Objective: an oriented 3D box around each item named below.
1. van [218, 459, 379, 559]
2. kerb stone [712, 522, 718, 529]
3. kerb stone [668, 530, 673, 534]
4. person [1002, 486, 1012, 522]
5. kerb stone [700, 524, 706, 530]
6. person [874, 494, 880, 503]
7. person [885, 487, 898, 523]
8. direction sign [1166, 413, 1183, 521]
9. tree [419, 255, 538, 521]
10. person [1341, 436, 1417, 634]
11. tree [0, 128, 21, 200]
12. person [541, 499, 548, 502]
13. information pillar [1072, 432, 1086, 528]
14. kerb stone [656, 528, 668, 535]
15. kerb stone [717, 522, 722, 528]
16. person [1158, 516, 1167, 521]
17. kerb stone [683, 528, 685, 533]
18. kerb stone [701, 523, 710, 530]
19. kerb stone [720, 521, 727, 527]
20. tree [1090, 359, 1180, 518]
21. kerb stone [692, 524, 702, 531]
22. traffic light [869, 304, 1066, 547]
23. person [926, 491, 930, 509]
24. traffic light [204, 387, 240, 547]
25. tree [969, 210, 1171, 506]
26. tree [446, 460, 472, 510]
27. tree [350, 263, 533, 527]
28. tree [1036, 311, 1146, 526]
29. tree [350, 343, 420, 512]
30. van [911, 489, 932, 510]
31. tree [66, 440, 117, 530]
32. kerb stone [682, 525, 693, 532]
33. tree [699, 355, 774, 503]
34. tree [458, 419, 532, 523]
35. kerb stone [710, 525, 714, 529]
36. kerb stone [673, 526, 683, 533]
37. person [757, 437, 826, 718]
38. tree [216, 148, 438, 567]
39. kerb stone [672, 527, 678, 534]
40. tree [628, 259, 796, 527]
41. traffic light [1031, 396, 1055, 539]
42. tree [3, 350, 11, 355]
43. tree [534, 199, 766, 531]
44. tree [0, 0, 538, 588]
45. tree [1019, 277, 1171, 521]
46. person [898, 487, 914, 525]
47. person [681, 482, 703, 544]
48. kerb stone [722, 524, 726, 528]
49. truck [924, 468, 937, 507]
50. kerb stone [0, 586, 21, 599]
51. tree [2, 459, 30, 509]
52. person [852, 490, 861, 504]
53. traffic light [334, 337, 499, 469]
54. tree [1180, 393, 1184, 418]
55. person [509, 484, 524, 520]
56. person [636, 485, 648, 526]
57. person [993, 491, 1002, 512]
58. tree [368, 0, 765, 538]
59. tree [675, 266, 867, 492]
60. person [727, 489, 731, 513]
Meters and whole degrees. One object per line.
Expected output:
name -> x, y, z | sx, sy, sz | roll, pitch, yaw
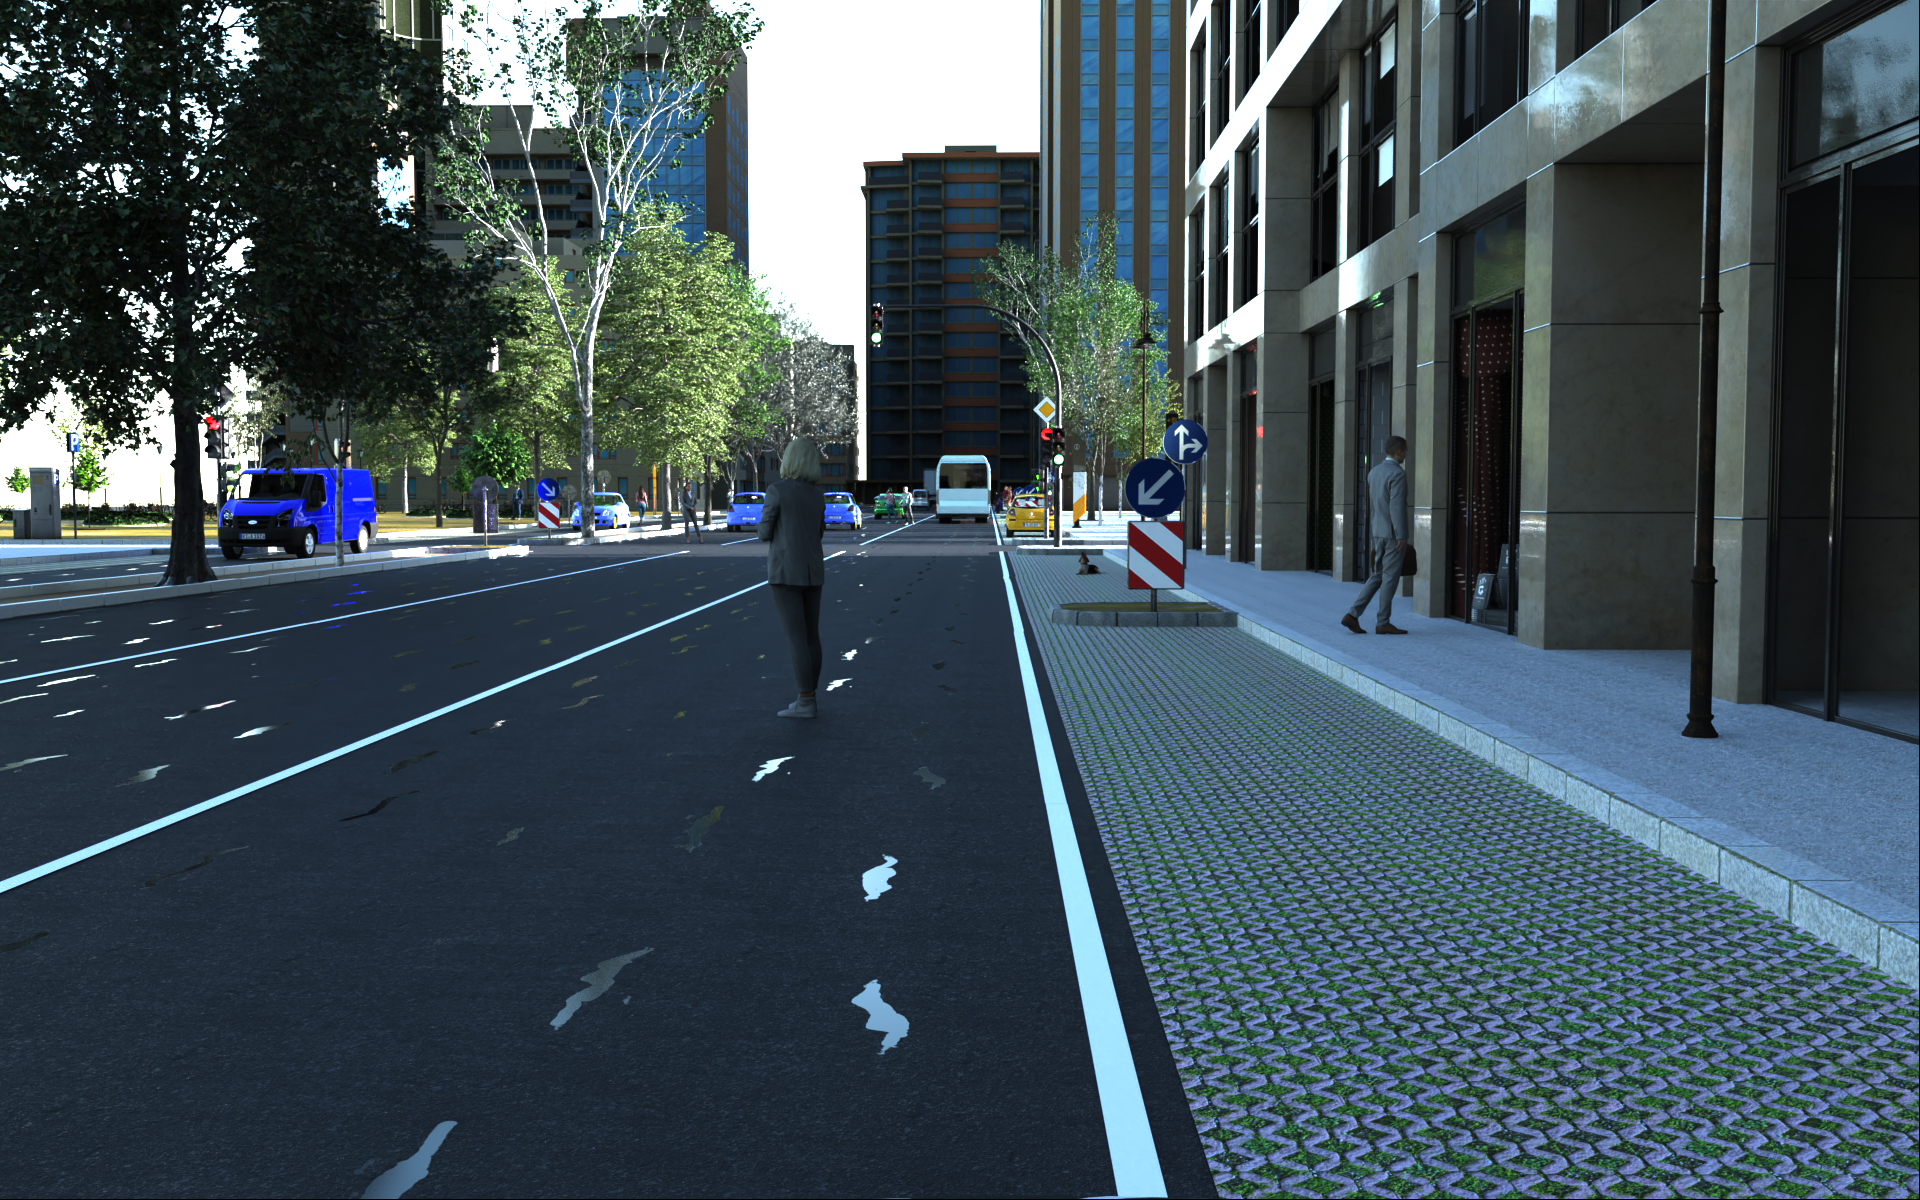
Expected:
van -> -15.245, -2.174, 39.922 | 2.240, 2.365, 5.245 | 0, 4, 0
kerb stone -> -10.228, -3.017, 71.519 | 0.120, 0.150, 1.000 | 0, 4, 1
kerb stone -> -10.395, -2.388, 61.247 | 0.120, 0.150, 1.000 | 0, 4, 1
person -> 2.420, -4.874, 88.160 | 0.580, 1.828, 0.573 | 2, 4, 31
kerb stone -> -10.275, -2.829, 68.442 | 0.120, 0.150, 1.000 | 0, 4, 1
person -> -6.513, -7.679, 137.234 | 0.628, 1.438, 0.799 | 0, 4, 2
person -> -3.313, -4.607, 84.413 | 0.593, 1.750, 0.643 | -3, 4, -37
direction sign -> 6.222, -3.469, 48.722 | 0.876, 3.537, 0.379 | 0, 4, 2
tree -> -20.130, -10.028, 82.091 | 7.486, 12.596, 7.792 | 0, 3, 0
person -> 3.934, -0.593, 15.855 | 0.853, 1.813, 0.709 | -1, 4, -20
tree -> -12.158, -4.026, 18.641 | 4.737, 8.622, 4.395 | 0, 3, 0
person -> -19.380, -4.570, 80.669 | 0.656, 1.842, 0.836 | 2, 4, 29
information pillar -> 4.491, -4.520, 65.263 | 0.504, 3.616, 0.183 | 1, 4, 18
kerb stone -> -10.406, -2.319, 60.225 | 0.120, 0.150, 1.000 | 0, 4, 1
kerb stone -> -10.208, -3.079, 72.542 | 0.120, 0.150, 1.000 | 0, 4, 1
person -> 4.441, -1.910, 37.837 | 0.524, 1.755, 0.480 | -2, 4, -34
kerb stone -> -10.345, -2.577, 64.330 | 0.120, 0.150, 1.000 | 0, 4, 1
kerb stone -> -10.262, -2.892, 69.472 | 0.120, 0.150, 1.000 | 0, 4, 1
kerb stone -> -10.178, -3.204, 74.586 | 0.120, 0.150, 1.000 | 0, 4, 1
tree -> 8.757, -8.659, 91.935 | 4.737, 8.622, 4.395 | 0, 3, 0
kerb stone -> -10.295, -2.763, 67.411 | 0.120, 0.150, 1.000 | 0, 4, 1
traffic light -> 0.237, -4.090, 41.535 | 4.771, 5.953, 1.251 | 0, 4, 1
person -> -3.218, -9.766, 168.695 | 0.721, 1.766, 1.217 | 2, 4, 23
traffic light -> -17.929, -3.244, 41.957 | 0.839, 4.253, 0.868 | 0, 4, 1
tree -> 7.595, -15.828, 114.680 | 12.611, 20.169, 13.585 | 0, 3, 0
tree -> -27.230, -6.108, 94.471 | 1.663, 3.219, 1.824 | 0, 3, 0
tree -> -20.349, -8.089, 66.661 | 8.767, 10.594, 7.601 | 1, 4, 17
tree -> 5.440, -7.278, 69.355 | 4.360, 8.622, 3.978 | 0, 3, 0
tree -> -38.388, -12.396, 120.803 | 7.486, 12.596, 7.792 | 0, 3, 0
van -> -3.509, -8.931, 153.029 | 2.013, 2.044, 4.112 | 0, 4, 0
tree -> -31.119, -4.129, 62.107 | 1.663, 3.219, 1.824 | 0, 3, 0
kerb stone -> -10.330, -2.640, 65.352 | 0.120, 0.150, 1.000 | 0, 4, 1
tree -> -10.987, -7.977, 83.251 | 4.360, 8.622, 3.978 | 0, 3, 0
tree -> -20.387, -5.650, 76.094 | 4.285, 4.588, 4.351 | 0, 3, 0
kerb stone -> -10.244, -2.954, 70.494 | 0.120, 0.150, 1.000 | 0, 4, 1
kerb stone -> -10.355, -2.514, 63.307 | 0.120, 0.150, 1.000 | 0, 4, 1
person -> -1.116, -0.156, 11.239 | 0.537, 1.800, 0.526 | -3, 5, -40
tree -> -11.938, -4.922, 33.293 | 4.360, 8.622, 3.978 | 0, 3, 0
kerb stone -> -10.378, -2.447, 62.280 | 0.120, 0.150, 1.000 | 0, 4, 1
tree -> -10.993, -9.018, 75.652 | 9.928, 11.665, 9.643 | 0, 3, 0
traffic light -> 2.461, -3.713, 49.627 | 0.839, 4.253, 0.868 | 0, 4, 1
tree -> -36.853, -8.726, 60.798 | 7.486, 12.596, 7.792 | 0, 3, 0
tree -> -11.420, -8.945, 66.839 | 7.486, 12.596, 7.792 | 0, 3, 0
tree -> -11.720, -6.522, 26.092 | 9.611, 12.733, 9.660 | 0, 3, 0
tree -> 6.428, -9.586, 82.483 | 9.928, 11.665, 9.643 | 0, 3, 0
person -> -2.555, -4.383, 80.652 | 0.782, 1.767, 0.515 | 1, 4, 23
person -> -7.757, -2.530, 50.145 | 0.573, 1.790, 0.520 | 3, 5, 39
kerb stone -> -10.197, -3.136, 73.564 | 0.120, 0.150, 1.000 | 0, 4, 1
truck -> -2.565, -12.582, 194.624 | 2.839, 4.237, 11.283 | 0, 4, 2
kerb stone -> -13.103, -0.099, 23.812 | 0.120, 0.150, 1.000 | 0, 4, 1
tree -> -52.506, -6.231, 96.477 | 1.663, 3.219, 1.824 | 0, 3, 0
person -> -11.213, -10.795, 184.938 | 1.348, 1.831, 0.705 | 0, 4, 7
traffic light -> -15.705, -4.604, 49.942 | 4.771, 5.953, 1.251 | 0, 4, 1
tree -> 10.686, -8.984, 97.245 | 4.737, 8.622, 4.395 | 0, 3, 0
person -> -21.998, -4.881, 86.027 | 0.721, 1.800, 0.419 | 1, 4, 17
person -> -14.415, -4.283, 78.530 | 0.555, 1.821, 0.388 | -1, 4, -17
person -> 3.083, -8.085, 141.491 | 0.445, 1.727, 0.742 | 2, 4, 30
tree -> -12.821, -11.990, 54.378 | 12.611, 20.169, 13.585 | 0, 3, 0
tree -> -10.983, -10.998, 92.641 | 12.009, 13.543, 11.850 | 0, 3, 0
person -> -16.004, -6.874, 121.070 | 0.590, 1.801, 0.661 | 2, 4, 26
